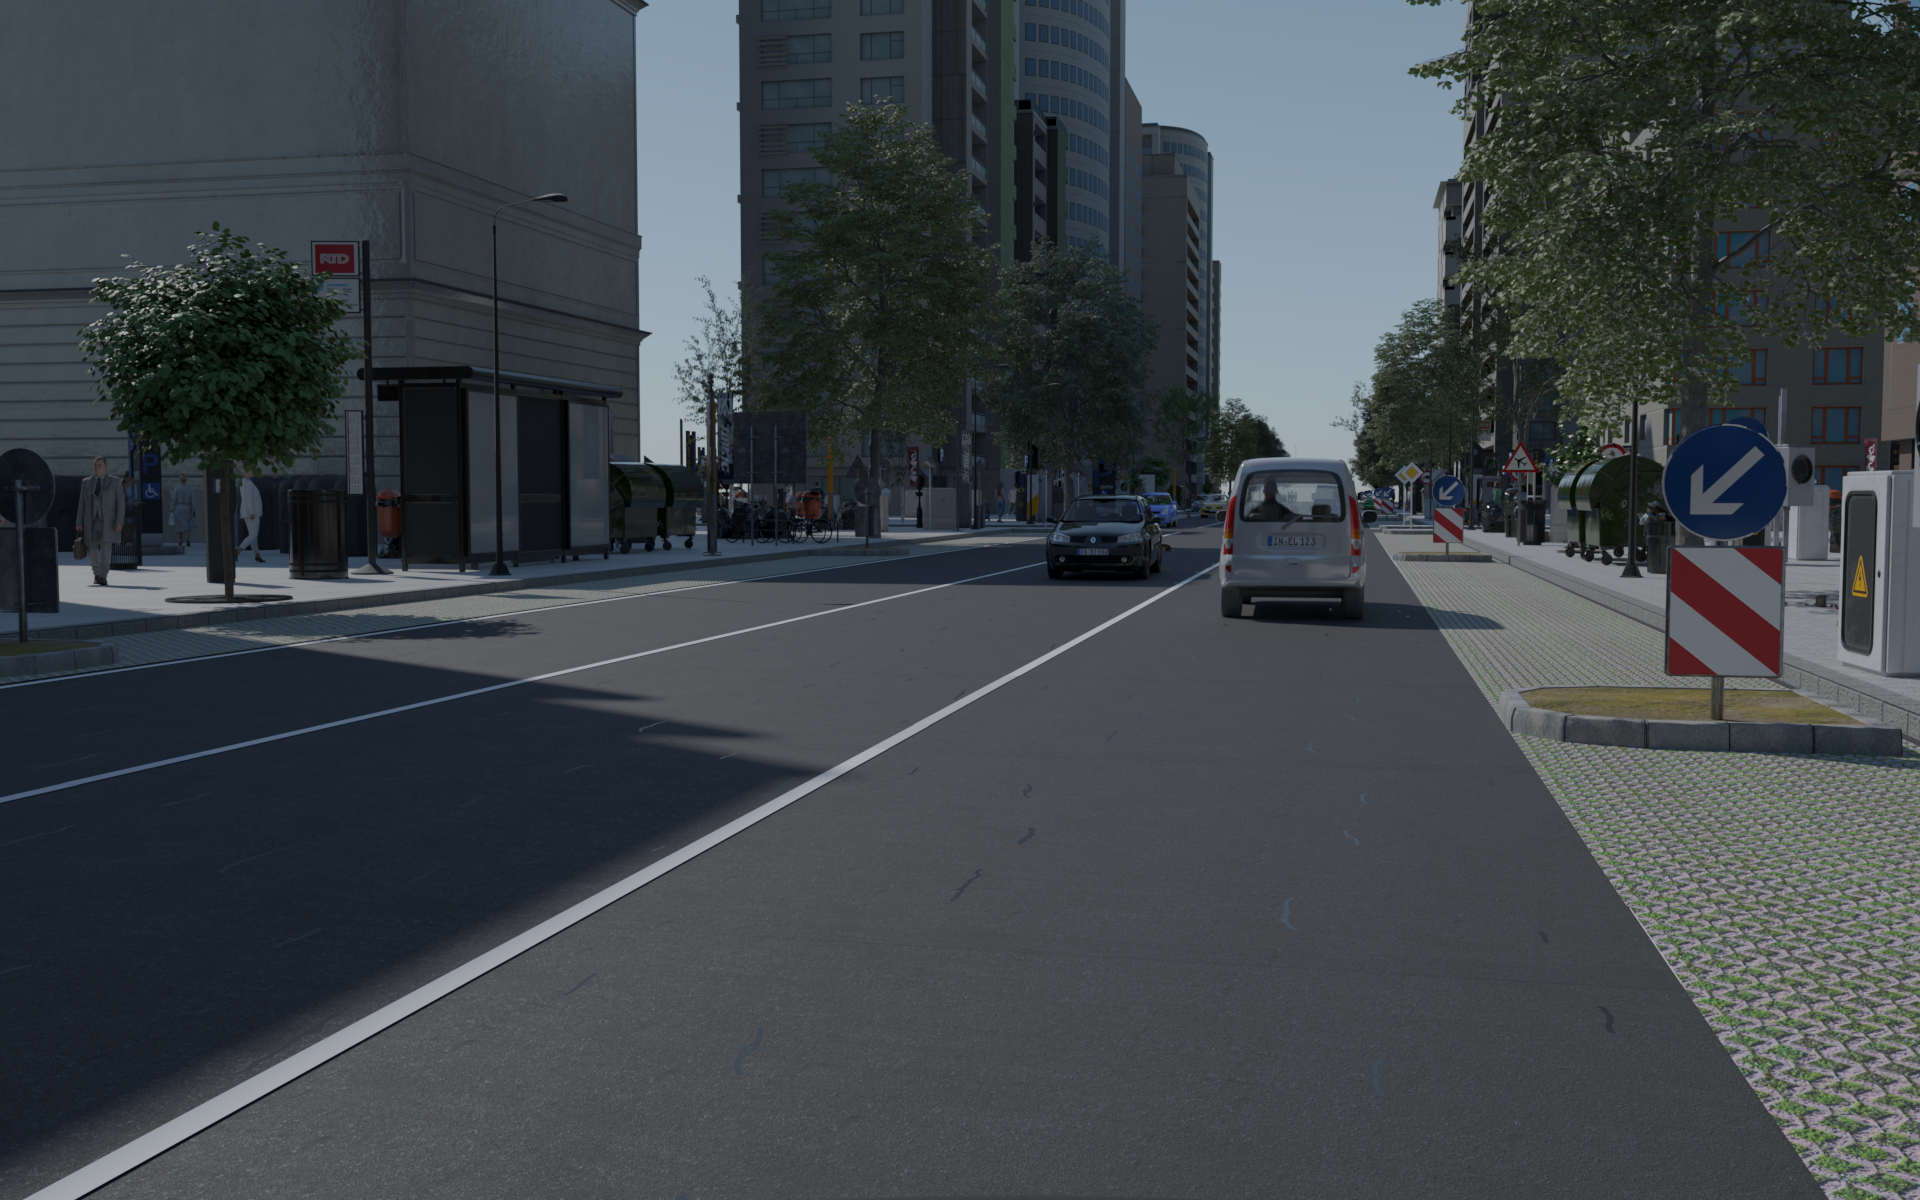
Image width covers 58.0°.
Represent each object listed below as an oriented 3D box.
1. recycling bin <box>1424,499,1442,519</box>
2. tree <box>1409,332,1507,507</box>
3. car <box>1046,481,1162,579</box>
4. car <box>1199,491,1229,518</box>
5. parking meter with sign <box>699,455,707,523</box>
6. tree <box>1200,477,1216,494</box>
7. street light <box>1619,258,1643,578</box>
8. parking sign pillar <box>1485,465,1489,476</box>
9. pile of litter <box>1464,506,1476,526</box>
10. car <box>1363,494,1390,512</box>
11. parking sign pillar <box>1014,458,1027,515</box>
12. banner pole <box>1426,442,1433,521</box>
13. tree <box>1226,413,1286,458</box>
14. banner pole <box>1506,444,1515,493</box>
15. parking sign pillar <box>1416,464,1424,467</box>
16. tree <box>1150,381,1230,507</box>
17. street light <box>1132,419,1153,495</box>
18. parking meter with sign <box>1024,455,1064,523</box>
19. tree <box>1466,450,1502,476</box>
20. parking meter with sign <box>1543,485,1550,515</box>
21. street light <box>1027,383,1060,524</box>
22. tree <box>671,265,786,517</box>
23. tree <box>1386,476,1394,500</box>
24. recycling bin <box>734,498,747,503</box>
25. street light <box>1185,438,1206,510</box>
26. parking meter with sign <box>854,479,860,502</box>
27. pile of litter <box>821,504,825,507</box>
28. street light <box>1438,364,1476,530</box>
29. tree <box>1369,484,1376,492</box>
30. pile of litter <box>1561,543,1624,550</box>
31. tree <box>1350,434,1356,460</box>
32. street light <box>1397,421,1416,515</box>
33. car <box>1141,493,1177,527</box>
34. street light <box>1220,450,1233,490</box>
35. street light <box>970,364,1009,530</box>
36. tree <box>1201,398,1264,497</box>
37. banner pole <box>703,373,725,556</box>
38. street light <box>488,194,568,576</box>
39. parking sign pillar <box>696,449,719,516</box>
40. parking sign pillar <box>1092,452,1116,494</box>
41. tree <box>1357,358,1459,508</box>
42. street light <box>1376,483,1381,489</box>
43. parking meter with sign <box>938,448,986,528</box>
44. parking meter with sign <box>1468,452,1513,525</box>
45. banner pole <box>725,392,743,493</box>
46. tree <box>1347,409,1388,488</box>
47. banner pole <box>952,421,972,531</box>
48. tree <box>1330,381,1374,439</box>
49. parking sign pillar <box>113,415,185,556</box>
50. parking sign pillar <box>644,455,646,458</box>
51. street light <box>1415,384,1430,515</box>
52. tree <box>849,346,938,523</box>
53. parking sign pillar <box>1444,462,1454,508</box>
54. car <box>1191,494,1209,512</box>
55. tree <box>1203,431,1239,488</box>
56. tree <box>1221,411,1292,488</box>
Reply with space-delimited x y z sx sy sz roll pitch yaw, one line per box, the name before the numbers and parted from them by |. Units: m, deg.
recycling bin | 24.338 -4.679 89.062 0.722 1.027 0.722 0 4 -3
tree | 22.328 -7.734 76.821 4.737 8.622 4.395 0 3 0
car | 2.587 -1.269 30.539 2.009 1.686 4.222 1 4 11
car | 15.505 -5.775 104.647 2.015 1.641 3.980 1 4 13
parking meter with sign | -11.231 -4.913 76.590 0.543 3.016 1.738 -1 4 -9
tree | 25.472 -11.170 177.231 1.663 3.219 1.824 0 3 0
street light | 9.806 -3.307 26.604 1.470 5.913 1.316 1 4 13
parking sign pillar | 34.019 -7.660 113.705 1.447 3.967 1.447 1 4 15
pile of litter | 20.495 -3.464 70.608 1.176 0.858 1.719 2 4 29
car | 31.333 -7.439 130.425 1.959 1.807 4.718 1 4 14
parking sign pillar | 4.040 -7.200 106.189 1.447 3.967 1.447 -2 4 -26
banner pole | 22.742 -5.732 83.743 0.401 3.779 0.863 1 4 22
tree | 43.258 -21.243 257.690 12.009 13.543 11.850 0 3 0
banner pole | 27.313 -5.876 86.083 0.401 3.779 0.863 -1 4 -16
parking sign pillar | 34.648 -8.616 129.342 1.447 3.967 1.447 -1 4 -17
tree | 21.197 -14.342 160.252 9.928 11.665 9.643 0 3 0
street light | 11.288 -8.255 107.504 1.470 5.913 1.316 1 4 13
parking meter with sign | 3.769 -4.969 77.504 1.738 3.016 0.543 -1 4 -21
tree | 36.951 -8.560 123.662 4.285 4.588 4.351 0 3 0
parking meter with sign | 36.569 -6.905 109.161 0.543 3.016 1.738 -2 4 -23
street light | 3.517 -6.137 72.886 1.470 5.913 1.316 1 4 13
tree | -7.474 -6.481 56.323 4.360 8.622 3.978 0 3 0
tree | 46.769 -14.446 186.546 4.360 8.622 3.978 0 3 0
recycling bin | -14.431 -6.202 113.951 0.722 1.027 0.722 1 4 10
street light | 20.198 -10.708 147.610 1.470 5.913 1.316 1 4 13
parking meter with sign | -5.105 -5.709 89.595 1.738 3.016 0.543 2 4 29
pile of litter | -6.505 -4.296 84.200 1.176 0.858 1.719 2 4 27
street light | 17.630 -5.440 61.477 1.470 5.913 1.316 1 4 13
tree | 67.467 -18.044 278.732 4.285 4.588 4.351 0 3 0
pile of litter | 14.896 -1.638 40.744 1.176 0.858 1.719 0 4 -4
tree | 62.655 -21.360 255.885 9.857 13.997 8.962 0 3 0
street light | 27.858 -8.289 108.066 1.470 5.913 1.316 1 4 13
car | 8.507 -4.031 75.493 1.945 1.707 3.694 1 4 12
street light | 27.978 -12.825 182.226 1.470 5.913 1.316 1 4 13
street light | 1.078 -5.486 62.234 1.470 5.913 1.316 1 4 13
tree | 32.065 -17.440 203.264 7.486 12.596 7.792 0 3 0
banner pole | -5.139 -2.797 35.752 0.401 3.779 0.863 0 4 -6
street light | -6.742 -3.334 27.059 1.470 5.913 1.316 1 4 13
parking sign pillar | -14.980 -6.994 102.818 1.447 3.967 1.447 1 4 19
parking sign pillar | 8.036 -6.609 96.535 1.447 3.967 1.447 1 4 9
tree | 40.745 -15.300 156.815 9.857 13.997 8.962 0 3 0
street light | 44.647 -12.845 182.551 1.470 5.913 1.316 1 4 13
parking meter with sign | 0.079 -4.205 65.012 1.738 3.016 0.543 1 4 14
parking meter with sign | 22.191 -4.660 72.455 1.738 3.016 0.543 0 4 5
banner pole | -5.204 -2.907 37.540 0.863 3.779 0.401 2 4 33
tree | 49.913 -17.449 202.305 9.611 12.733 9.660 0 3 0
banner pole | 0.104 -4.274 59.904 0.863 3.779 0.401 -3 4 -38
tree | 68.720 -26.537 289.775 12.611 20.169 13.585 0 3 0
parking sign pillar | -17.225 -2.945 36.625 1.447 3.967 1.447 -2 4 -33
parking sign pillar | -21.317 -8.078 120.550 1.447 3.967 1.447 -3 4 -37
street light | 20.199 -6.165 73.344 1.470 5.913 1.316 1 4 13
tree | -2.789 -7.740 76.919 4.360 8.622 3.978 0 3 0
parking sign pillar | 31.452 -7.441 110.126 1.447 3.967 1.447 2 4 28
car | 19.098 -7.529 135.093 2.014 1.417 4.499 1 4 14
tree | 28.792 -14.783 192.068 4.737 8.622 4.395 0 3 0
tree | 40.379 -19.735 239.679 9.611 12.733 9.660 0 3 0
